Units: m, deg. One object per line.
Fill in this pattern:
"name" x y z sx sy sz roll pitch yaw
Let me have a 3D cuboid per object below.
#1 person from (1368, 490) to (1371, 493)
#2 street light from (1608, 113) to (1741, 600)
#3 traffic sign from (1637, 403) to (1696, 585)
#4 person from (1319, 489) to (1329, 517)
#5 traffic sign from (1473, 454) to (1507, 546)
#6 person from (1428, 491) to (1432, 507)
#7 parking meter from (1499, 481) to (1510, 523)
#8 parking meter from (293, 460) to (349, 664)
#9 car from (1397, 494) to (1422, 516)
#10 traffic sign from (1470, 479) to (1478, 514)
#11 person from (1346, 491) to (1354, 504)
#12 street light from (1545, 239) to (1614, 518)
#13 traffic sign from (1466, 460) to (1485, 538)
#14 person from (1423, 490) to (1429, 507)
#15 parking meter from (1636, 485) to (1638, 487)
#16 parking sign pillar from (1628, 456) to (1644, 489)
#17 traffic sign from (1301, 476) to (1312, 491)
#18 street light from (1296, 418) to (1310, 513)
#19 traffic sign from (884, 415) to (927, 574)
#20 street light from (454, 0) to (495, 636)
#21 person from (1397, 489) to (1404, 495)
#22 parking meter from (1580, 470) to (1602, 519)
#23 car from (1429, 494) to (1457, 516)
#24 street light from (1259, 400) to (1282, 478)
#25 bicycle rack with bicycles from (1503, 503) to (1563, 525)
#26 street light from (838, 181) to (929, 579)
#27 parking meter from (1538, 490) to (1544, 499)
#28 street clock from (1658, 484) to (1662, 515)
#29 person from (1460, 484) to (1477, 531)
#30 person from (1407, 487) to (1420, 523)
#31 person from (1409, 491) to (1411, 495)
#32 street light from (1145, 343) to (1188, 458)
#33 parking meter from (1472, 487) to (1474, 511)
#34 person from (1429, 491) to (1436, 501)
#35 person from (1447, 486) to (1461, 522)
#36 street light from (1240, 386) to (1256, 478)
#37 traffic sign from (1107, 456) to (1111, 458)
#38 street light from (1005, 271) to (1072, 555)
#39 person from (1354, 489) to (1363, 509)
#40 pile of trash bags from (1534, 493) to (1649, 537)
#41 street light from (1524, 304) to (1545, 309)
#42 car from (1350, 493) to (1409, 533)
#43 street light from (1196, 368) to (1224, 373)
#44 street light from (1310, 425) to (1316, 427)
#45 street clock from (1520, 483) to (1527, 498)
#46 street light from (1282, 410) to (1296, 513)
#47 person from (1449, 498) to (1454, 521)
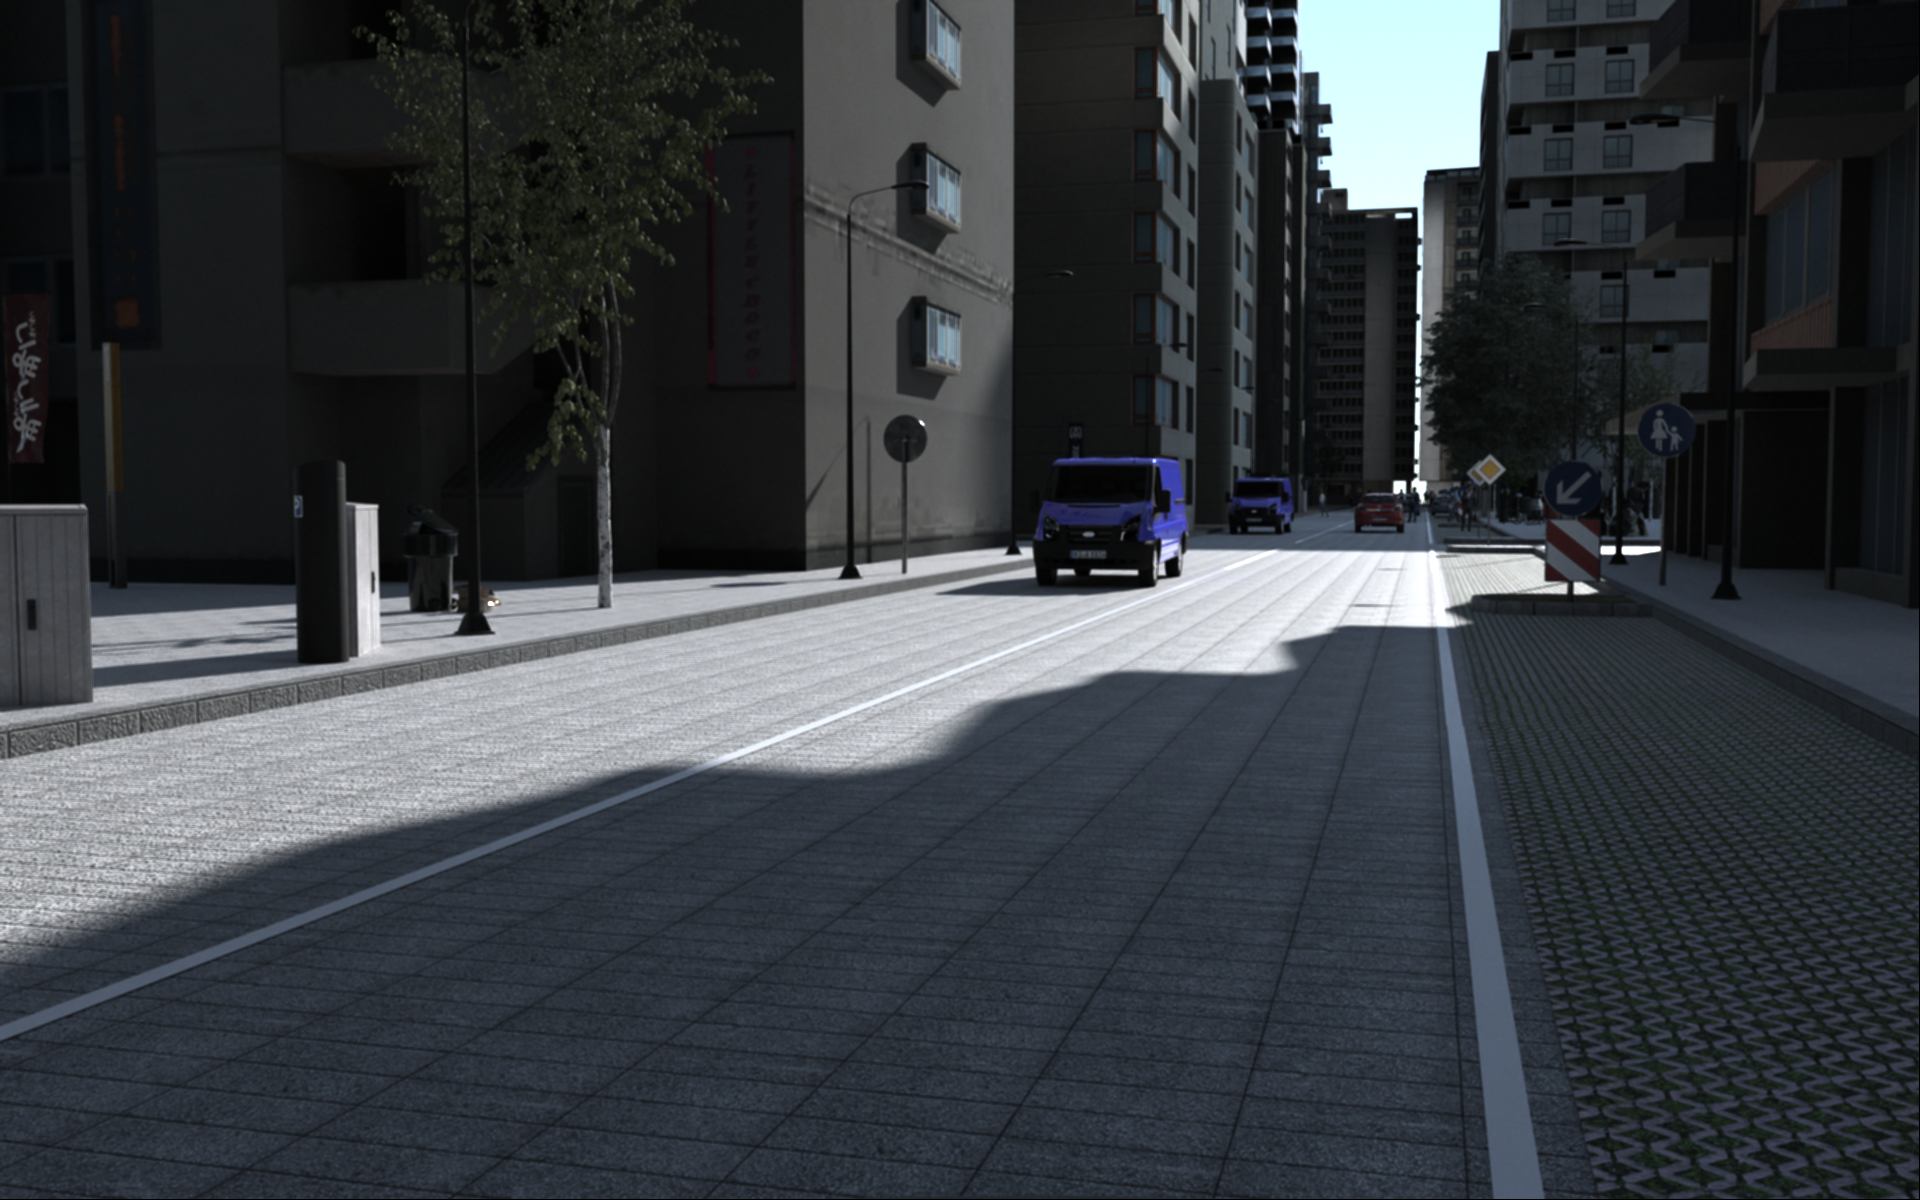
"person" 38.167 -9.344 161.291 0.705 1.823 1.348 -3 5 -41
"street light" 8.854 -2.974 21.167 1.470 5.913 1.316 1 4 15
"traffic sign" 9.885 -1.479 24.290 0.768 2.556 0.104 1 4 21
"person" 22.502 -5.981 106.968 0.598 1.740 0.731 2 4 27
"traffic sign" 13.101 -2.399 42.874 0.795 2.450 0.064 1 4 15
"person" 53.550 -11.528 196.913 1.348 1.831 0.705 -3 5 -40
"parking meter" 24.493 -4.417 77.923 0.255 1.863 0.399 -3 4 -36
"parking meter" -4.870 -0.293 13.207 0.372 1.533 0.369 0 3 0
"car" 29.973 -6.376 116.254 2.014 1.417 4.499 1 4 16
"traffic sign" 33.594 -6.885 112.679 0.768 2.556 0.104 1 4 19
"person" 46.113 -11.979 204.447 1.348 1.812 0.705 -2 4 -33
"street light" 11.511 -3.613 31.613 1.470 5.913 1.316 1 4 15
"traffic sign" 15.169 -2.871 50.588 0.795 2.450 0.064 1 4 15
"person" 50.747 -11.012 188.417 0.709 1.838 0.599 -1 4 -19
"parking meter" 43.941 -6.507 112.107 0.399 1.863 0.255 0 4 0
"parking sign pillar" 46.526 -7.997 119.217 1.447 3.967 1.447 -3 5 -41
"traffic sign" 24.495 -7.493 122.613 0.768 2.556 0.104 1 4 22
"street light" 20.550 -8.200 106.605 1.470 5.913 1.316 1 4 15
"traffic sign" -0.898 -1.701 27.910 0.768 2.556 0.104 1 4 23
"street light" -3.928 -2.631 15.555 1.470 5.913 1.316 1 4 15
"person" 32.920 -7.386 129.218 1.348 1.831 0.705 1 4 19
"parking meter" 13.782 -1.964 37.825 0.399 1.863 0.255 -1 4 -9
"car" 32.296 -6.322 115.372 2.014 1.417 4.499 1 4 14
"street light" 14.944 -6.917 85.637 1.470 5.913 1.316 1 4 15
"bicycle rack with bicycles" 24.311 -3.628 72.693 2.925 0.926 2.852 -1 4 -15
"street light" -1.143 -3.268 25.975 1.470 5.913 1.316 1 4 15
"parking meter" 36.696 -6.177 109.403 0.372 1.533 0.369 0 3 0
"street clock" 43.422 -6.272 107.109 0.471 2.002 0.358 1 4 11
"person" 19.495 -3.543 66.385 0.622 1.834 0.822 1 4 10
"person" 22.809 -4.799 87.141 0.419 1.800 0.721 -3 4 -37
"person" 50.609 -11.377 195.228 0.721 1.735 1.217 2 4 34
"street light" 6.308 -4.951 53.491 1.470 5.913 1.316 1 4 15
"parking meter" 35.656 -7.045 120.901 0.399 1.863 0.255 -1 4 -14
"person" 45.430 -9.587 166.188 0.756 1.711 0.436 1 4 15
"person" 25.136 -4.865 87.912 0.748 1.841 0.638 2 4 27
"street light" 12.031 -6.268 75.029 1.470 5.913 1.316 1 4 15
"traffic sign" 3.886 -2.551 45.356 0.795 2.450 0.064 1 4 15
"street light" 1.656 -3.903 36.358 1.470 5.913 1.316 1 4 15
"person" 26.925 -6.514 115.216 0.699 1.804 1.509 -3 5 -44
"pile of trash bags" 19.546 -2.680 53.576 1.912 1.369 3.447 -3 5 -40
"street light" 14.436 -4.264 42.258 1.470 5.913 1.316 1 4 15
"car" 15.835 -3.447 65.396 2.155 1.783 4.494 1 4 13
"street light" 9.019 -5.590 63.943 1.470 5.913 1.316 1 4 15
"street light" 23.299 -8.839 117.066 1.470 5.913 1.316 1 4 15
"street clock" 37.381 -6.753 114.979 0.471 2.002 0.358 3 5 44
"street light" 17.676 -7.566 96.243 1.470 5.913 1.316 1 4 15
"person" 26.506 -4.864 93.037 0.382 1.210 0.505 -2 4 -25
